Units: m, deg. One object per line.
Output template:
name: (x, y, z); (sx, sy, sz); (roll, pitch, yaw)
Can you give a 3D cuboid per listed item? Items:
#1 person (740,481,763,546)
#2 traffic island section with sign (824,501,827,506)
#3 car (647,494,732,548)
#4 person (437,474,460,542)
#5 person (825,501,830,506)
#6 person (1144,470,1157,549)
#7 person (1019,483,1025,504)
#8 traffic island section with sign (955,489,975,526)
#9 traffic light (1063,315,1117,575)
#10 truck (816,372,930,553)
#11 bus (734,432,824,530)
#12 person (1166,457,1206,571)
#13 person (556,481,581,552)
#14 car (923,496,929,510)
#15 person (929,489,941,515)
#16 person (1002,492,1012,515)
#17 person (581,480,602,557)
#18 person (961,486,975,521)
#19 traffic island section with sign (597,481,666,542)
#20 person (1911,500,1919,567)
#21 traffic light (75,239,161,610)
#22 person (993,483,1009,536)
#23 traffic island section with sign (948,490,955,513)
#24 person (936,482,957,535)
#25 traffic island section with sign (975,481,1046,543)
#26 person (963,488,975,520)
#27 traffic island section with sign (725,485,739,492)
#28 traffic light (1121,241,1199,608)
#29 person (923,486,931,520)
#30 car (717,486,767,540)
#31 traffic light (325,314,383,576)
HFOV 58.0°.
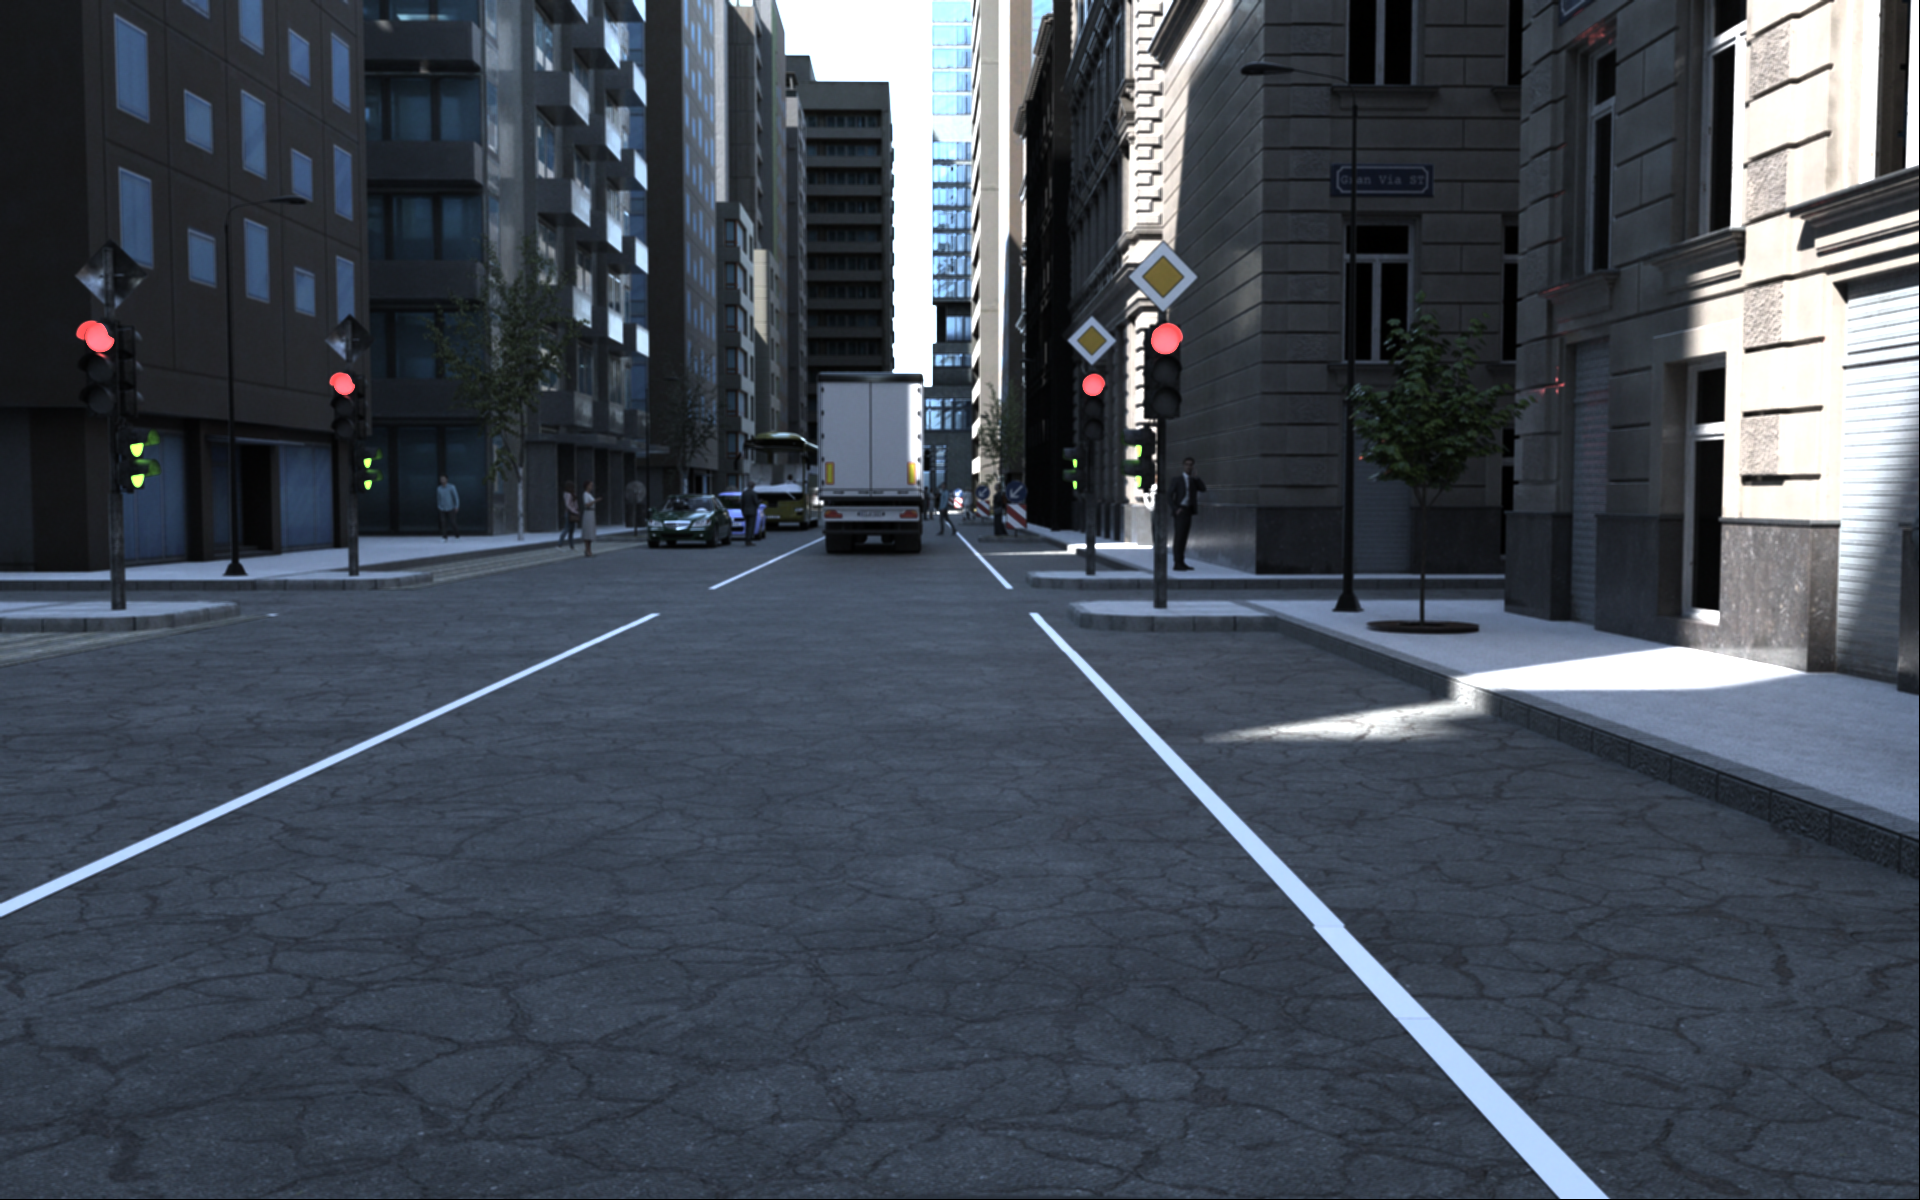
person: (-5.796, -2.425, 48.320); (0.661, 1.801, 0.590); (2, 4, 33)
traffic island section with sign: (-12.203, -9.109, 157.552); (1.989, 1.847, 2.006); (0, 4, -1)
car: (-7.410, -2.197, 47.713); (2.131, 1.459, 4.920); (0, 4, 0)
person: (-13.592, -2.448, 46.094); (0.660, 1.820, 0.620); (1, 4, 11)
person: (-8.762, -6.306, 114.829); (0.421, 1.427, 0.697); (3, 4, 37)
person: (4.656, -2.133, 40.760); (0.661, 1.843, 0.795); (0, 4, 6)
person: (3.032, -4.493, 79.842); (0.601, 1.785, 0.444); (3, 5, 44)
traffic island section with sign: (0.910, -4.322, 79.300); (1.989, 1.847, 2.006); (0, 4, -1)
traffic light: (2.053, -2.352, 27.370); (0.839, 4.253, 0.868); (0, 4, -1)
truck: (-2.184, -3.461, 45.499); (2.839, 4.237, 11.283); (0, 4, -1)
bus: (-7.295, -4.936, 72.246); (2.896, 3.916, 12.252); (0, 4, -1)
person: (3.823, -1.456, 29.215); (0.648, 1.900, 0.474); (-3, 5, -42)
person: (-9.688, -2.059, 42.759); (0.643, 1.750, 0.593); (-1, 4, -20)
car: (-3.599, -9.245, 160.194); (2.155, 1.783, 4.494); (0, 4, -1)
person: (-1.577, -6.866, 121.282); (1.217, 1.766, 0.721); (1, 4, 21)
person: (2.726, -5.988, 107.213); (1.065, 1.426, 0.557); (3, 4, 37)
person: (-8.383, -1.862, 39.516); (0.524, 1.755, 0.480); (0, 4, 1)
person: (0.437, -5.129, 92.240); (0.818, 1.842, 0.514); (3, 4, 37)
traffic island section with sign: (-9.783, -2.661, 52.138); (1.989, 1.847, 2.006); (0, 4, -1)
person: (4.526, -0.082, 7.368); (0.794, 1.824, 0.713); (0, 4, -5)
traffic light: (-9.322, -1.846, 19.107); (0.839, 4.253, 0.868); (0, 4, -1)
person: (1.248, -2.785, 54.453); (0.534, 1.772, 0.576); (-1, 4, -21)
traffic island section with sign: (-0.850, -9.023, 156.161); (1.989, 1.847, 2.006); (0, 4, -1)
person: (-0.475, -3.169, 60.174); (0.748, 1.841, 0.638); (0, 4, 5)
traffic island section with sign: (1.540, -2.657, 52.077); (1.989, 1.847, 2.006); (0, 4, -1)
person: (0.493, -5.326, 96.069); (0.515, 1.767, 0.782); (-1, 4, -18)
traffic island section with sign: (-10.401, -4.309, 79.086); (1.989, 1.847, 2.006); (0, 4, -1)
traffic light: (2.236, -1.863, 19.387); (0.839, 4.253, 0.868); (0, 4, -1)
person: (-1.813, -5.289, 94.785); (0.447, 1.846, 0.655); (1, 4, 10)
car: (-7.083, -2.774, 54.942); (1.945, 1.707, 3.694); (0, 4, -3)
traffic light: (-9.505, -2.335, 27.090); (0.839, 4.253, 0.868); (0, 4, -1)
